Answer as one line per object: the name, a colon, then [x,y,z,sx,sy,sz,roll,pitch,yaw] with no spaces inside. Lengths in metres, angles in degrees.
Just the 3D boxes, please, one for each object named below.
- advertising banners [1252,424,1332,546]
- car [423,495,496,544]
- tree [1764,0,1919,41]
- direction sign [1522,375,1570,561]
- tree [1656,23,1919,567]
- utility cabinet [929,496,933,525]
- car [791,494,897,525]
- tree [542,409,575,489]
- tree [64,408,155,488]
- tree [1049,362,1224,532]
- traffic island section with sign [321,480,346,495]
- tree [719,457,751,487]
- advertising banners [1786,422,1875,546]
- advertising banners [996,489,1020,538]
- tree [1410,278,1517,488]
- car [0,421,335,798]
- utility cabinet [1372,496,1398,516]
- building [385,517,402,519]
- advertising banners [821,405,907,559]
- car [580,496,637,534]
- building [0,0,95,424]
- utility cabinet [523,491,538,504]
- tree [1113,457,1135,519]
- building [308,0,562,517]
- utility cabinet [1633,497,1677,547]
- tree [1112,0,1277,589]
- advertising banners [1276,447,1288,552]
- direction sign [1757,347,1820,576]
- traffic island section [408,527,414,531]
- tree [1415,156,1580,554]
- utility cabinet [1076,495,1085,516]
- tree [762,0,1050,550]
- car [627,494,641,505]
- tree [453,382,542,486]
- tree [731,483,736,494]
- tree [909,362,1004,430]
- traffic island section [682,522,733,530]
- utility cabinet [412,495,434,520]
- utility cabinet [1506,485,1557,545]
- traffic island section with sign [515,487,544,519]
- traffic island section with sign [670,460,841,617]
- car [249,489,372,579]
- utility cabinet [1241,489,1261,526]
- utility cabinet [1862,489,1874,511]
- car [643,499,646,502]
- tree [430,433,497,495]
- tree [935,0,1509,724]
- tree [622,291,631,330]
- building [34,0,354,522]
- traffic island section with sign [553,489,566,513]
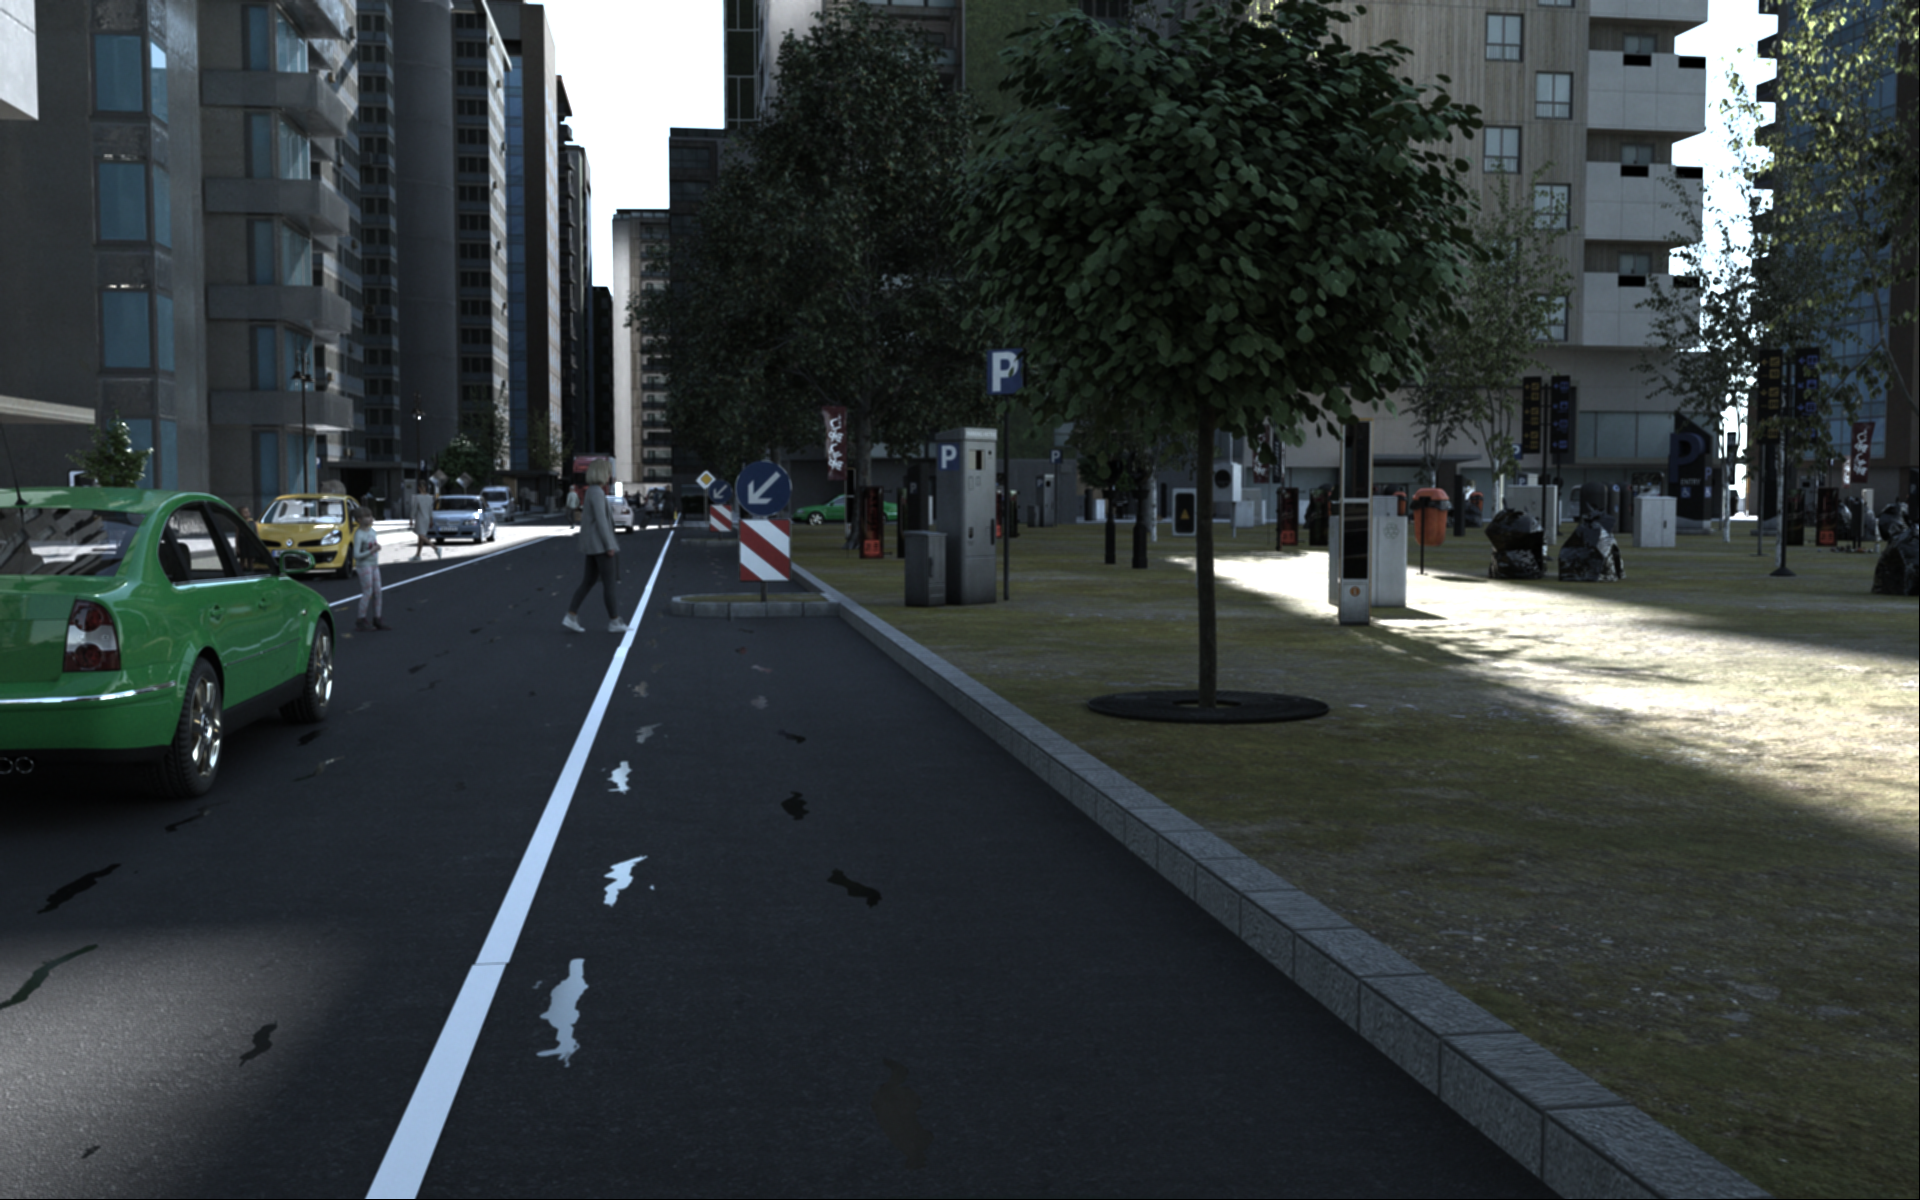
advertising banners: [8.221,-2.873,43.154,2.074,3.025,0.090,1,4,20]
car: [-14.724,-2.379,50.903,2.014,1.417,4.499,0,4,-8]
tree: [8.886,-3.984,15.507,4.360,8.622,3.978,0,3,0]
direction sign: [11.259,-2.529,33.346,0.876,3.537,0.379,2,4,31]
tree: [14.200,-4.876,30.079,4.360,8.622,3.978,0,3,0]
utility cabinet: [-1.594,-3.704,71.718,1.020,1.237,0.306,-3,5,-42]
car: [-4.972,-4.075,75.417,4.718,1.807,1.959,-1,4,-10]
tree: [-34.888,-11.971,146.089,4.737,8.622,4.395,0,3,0]
tree: [-18.877,-2.711,38.919,1.663,3.219,1.824,0,3,0]
tree: [5.916,-8.545,57.832,7.486,12.596,7.792,0,3,0]
traffic island section with sign: [-16.859,-2.317,46.503,1.989,1.847,2.006,-1,4,-9]
tree: [-12.207,-7.132,100.319,4.285,4.588,4.351,0,3,0]
advertising banners: [21.309,-2.837,42.568,2.074,3.025,0.090,3,5,41]
advertising banners: [1.086,-3.307,50.250,0.090,3.025,2.074,3,4,39]
tree: [15.482,-6.452,55.850,4.360,8.622,3.978,0,3,0]
car: [-4.656,-0.037,9.396,1.959,1.807,4.718,-1,4,-9]
utility cabinet: [14.283,-2.906,58.674,1.020,1.237,0.306,0,4,-3]
building: [-46.401,-24.585,93.851,32.217,40.220,23.993,-1,4,-9]
advertising banners: [-1.726,-2.331,34.304,2.074,3.025,0.090,-1,4,-16]
car: [-13.035,-3.166,64.131,2.083,1.381,4.827,-1,4,-10]
building: [-29.754,-26.373,20.435,28.713,52.752,27.495,-1,4,-9]
utility cabinet: [-36.547,-8.480,147.333,1.173,1.500,0.318,1,4,11]
tree: [8.198,-5.707,87.917,1.663,3.219,1.824,0,3,0]
building: [-46.294,-26.563,126.190,32.217,40.220,23.993,-1,4,-9]
utility cabinet: [16.781,-1.875,41.825,1.020,1.237,0.306,-1,4,-17]
tree: [3.401,-4.473,23.504,4.360,8.622,3.978,0,3,0]
advertising banners: [7.304,-2.645,39.440,0.090,3.025,2.074,1,4,14]
direction sign: [12.913,-2.145,27.068,0.876,3.537,0.379,3,4,38]
traffic island section: [-20.700,-2.851,68.892,2.009,0.180,2.903,-1,4,-9]
tree: [11.306,-5.301,37.033,4.737,8.622,4.395,0,3,0]
utility cabinet: [6.909,-5.461,100.441,1.020,1.237,0.306,2,4,32]
tree: [-2.166,-7.532,40.164,9.611,12.733,9.660,0,3,0]
car: [-42.534,-13.051,225.384,2.014,1.417,4.499,0,4,-7]
tree: [-30.724,-9.931,112.734,4.737,8.622,4.395,0,3,0]
tree: [-20.763,-9.789,154.655,1.663,3.219,1.824,0,3,0]
tree: [-0.088,-7.143,67.153,4.737,8.622,4.395,0,3,0]
traffic island section: [-10.285,-2.950,70.517,2.009,0.180,2.903,-1,4,-9]
utility cabinet: [-26.729,-4.588,86.168,1.020,1.237,0.306,-1,4,-13]
utility cabinet: [14.305,-2.122,43.376,1.173,1.500,0.318,2,4,31]
traffic island section with sign: [-25.553,-5.702,101.862,1.989,1.847,2.006,-1,4,-9]
traffic island section with sign: [-2.534,-0.766,21.158,1.989,1.847,2.006,-1,4,-9]
car: [-11.341,-1.227,30.286,2.015,1.641,3.980,-1,4,-10]
utility cabinet: [11.371,-3.685,68.926,1.173,1.500,0.318,0,4,2]
utility cabinet: [40.972,-4.253,78.223,0.318,1.500,1.173,1,4,20]
car: [-29.644,-9.482,167.615,1.945,1.354,3.894,-1,4,-11]
tree: [-27.931,-6.962,97.542,4.285,4.588,4.351,0,3,0]
tree: [1.479,-1.627,10.311,4.285,4.588,4.351,0,3,0]
tree: [-6.069,-8.529,56.451,9.611,12.733,9.660,0,3,0]
building: [-36.287,-26.596,54.451,30.456,49.044,23.786,-1,4,-9]
traffic island section with sign: [-29.786,-7.349,128.792,1.989,1.847,2.006,-1,4,-9]
